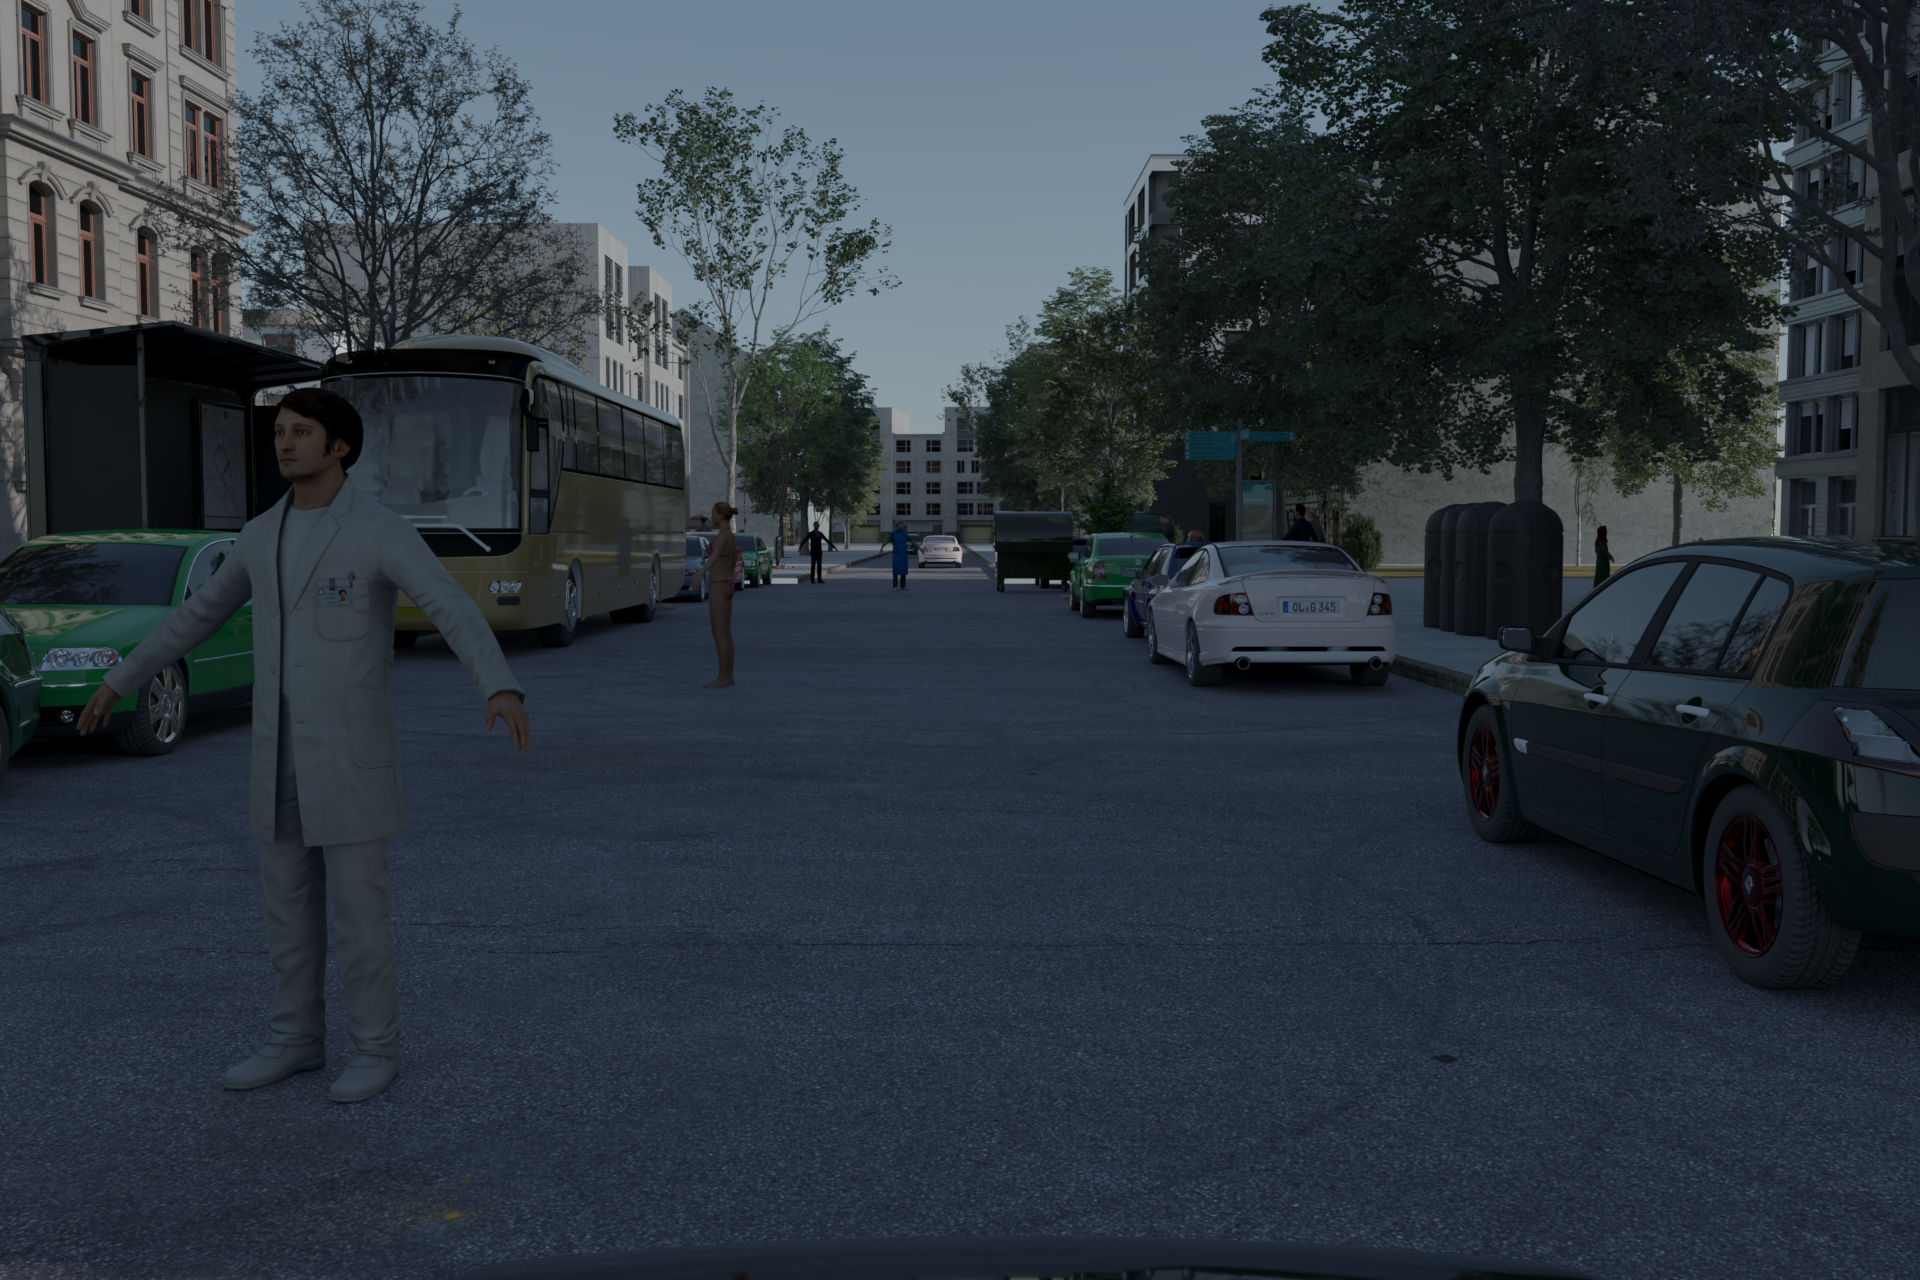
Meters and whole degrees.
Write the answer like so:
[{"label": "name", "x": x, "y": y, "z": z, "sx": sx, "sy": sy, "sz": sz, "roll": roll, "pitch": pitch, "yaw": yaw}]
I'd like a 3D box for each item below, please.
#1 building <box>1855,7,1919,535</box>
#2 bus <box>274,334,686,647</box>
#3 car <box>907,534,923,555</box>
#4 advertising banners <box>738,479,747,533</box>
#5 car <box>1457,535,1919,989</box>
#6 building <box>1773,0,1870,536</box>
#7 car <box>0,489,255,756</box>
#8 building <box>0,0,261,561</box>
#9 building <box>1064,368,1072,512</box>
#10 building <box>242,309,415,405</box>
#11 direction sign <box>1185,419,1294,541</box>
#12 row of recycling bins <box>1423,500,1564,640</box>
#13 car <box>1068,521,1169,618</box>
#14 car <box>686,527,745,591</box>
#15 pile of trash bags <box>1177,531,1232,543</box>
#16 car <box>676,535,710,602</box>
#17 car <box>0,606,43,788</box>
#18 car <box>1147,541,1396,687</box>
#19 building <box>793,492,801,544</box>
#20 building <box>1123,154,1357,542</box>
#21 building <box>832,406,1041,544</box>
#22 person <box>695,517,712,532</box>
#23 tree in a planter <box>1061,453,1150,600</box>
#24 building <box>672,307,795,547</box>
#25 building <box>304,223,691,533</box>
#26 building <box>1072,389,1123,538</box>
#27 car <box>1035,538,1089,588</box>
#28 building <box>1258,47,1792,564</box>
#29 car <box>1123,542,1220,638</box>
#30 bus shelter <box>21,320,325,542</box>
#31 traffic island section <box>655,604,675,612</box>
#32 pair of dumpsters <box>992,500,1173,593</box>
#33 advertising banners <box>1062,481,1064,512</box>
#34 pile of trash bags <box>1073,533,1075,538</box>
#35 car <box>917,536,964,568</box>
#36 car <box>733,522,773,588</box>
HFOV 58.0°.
[{"label": "building", "x": 27.423, "y": -13.067, "z": 16.846, "sx": 19.350, "sy": 26.588, "sz": 34.151, "roll": 0, "pitch": 4, "yaw": 0}, {"label": "bus", "x": -6.150, "y": -2.056, "z": 25.157, "sx": 2.896, "sy": 3.916, "sz": 12.252, "roll": 0, "pitch": 4, "yaw": 0}, {"label": "car", "x": -3.091, "y": -5.899, "z": 106.236, "sx": 2.009, "sy": 1.686, "sz": 4.222, "roll": 0, "pitch": 4, "yaw": -1}, {"label": "advertising banners", "x": -6.878, "y": -3.588, "z": 54.850, "sx": 0.090, "sy": 3.025, "sz": 2.074, "roll": 0, "pitch": 4, "yaw": -1}, {"label": "car", "x": 3.304, "y": 0.179, "z": 6.858, "sx": 2.009, "sy": 1.686, "sz": 4.222, "roll": 0, "pitch": 4, "yaw": -1}, {"label": "building", "x": 27.984, "y": -11.952, "z": 42.096, "sx": 8.464, "sy": 21.280, "sz": 15.925, "roll": 0, "pitch": 4, "yaw": 0}, {"label": "car", "x": -6.011, "y": -0.230, "z": 12.563, "sx": 1.959, "sy": 1.807, "sz": 4.718, "roll": 0, "pitch": 4, "yaw": 0}, {"label": "building", "x": -28.308, "y": -15.579, "z": 42.106, "sx": 14.401, "sy": 28.519, "sz": 23.554, "roll": 0, "pitch": 4, "yaw": 0}, {"label": "building", "x": 24.105, "y": -22.877, "z": 218.016, "sx": 27.936, "sy": 21.610, "sz": 32.646, "roll": 0, "pitch": 4, "yaw": -1}, {"label": "building", "x": -27.663, "y": -8.356, "z": 78.773, "sx": 9.099, "sy": 9.664, "sz": 28.070, "roll": 0, "pitch": 4, "yaw": 0}, {"label": "direction sign", "x": 6.486, "y": -3.115, "z": 39.692, "sx": 2.525, "sy": 3.948, "sz": 1.411, "roll": 0, "pitch": 4, "yaw": 0}, {"label": "row of recycling bins", "x": 6.794, "y": -0.932, "z": 22.351, "sx": 1.069, "sy": 1.692, "sz": 3.534, "roll": 0, "pitch": 4, "yaw": -1}, {"label": "car", "x": 2.943, "y": -1.354, "z": 30.927, "sx": 1.959, "sy": 1.807, "sz": 4.718, "roll": 0, "pitch": 4, "yaw": 0}, {"label": "car", "x": -6.363, "y": -2.042, "z": 42.422, "sx": 2.155, "sy": 1.783, "sz": 4.494, "roll": 0, "pitch": 4, "yaw": 0}, {"label": "pile of trash bags", "x": 6.248, "y": -2.142, "z": 44.782, "sx": 1.912, "sy": 1.369, "sz": 3.447, "roll": 0, "pitch": 4, "yaw": 0}, {"label": "car", "x": -6.259, "y": -1.582, "z": 37.874, "sx": 2.014, "sy": 1.417, "sz": 4.499, "roll": 0, "pitch": 3, "yaw": 0}, {"label": "car", "x": -5.986, "y": 0.257, "z": 7.590, "sx": 2.131, "sy": 1.459, "sz": 4.920, "roll": 0, "pitch": 3, "yaw": 0}, {"label": "car", "x": 3.054, "y": -0.324, "z": 17.652, "sx": 2.083, "sy": 1.381, "sz": 4.827, "roll": 0, "pitch": 4, "yaw": -1}, {"label": "building", "x": -25.336, "y": -21.872, "z": 214.030, "sx": 16.016, "sy": 20.090, "sz": 11.380, "roll": 0, "pitch": 4, "yaw": -1}, {"label": "building", "x": 24.043, "y": -16.268, "z": 109.959, "sx": 27.936, "sy": 21.610, "sz": 32.646, "roll": 0, "pitch": 4, "yaw": -1}, {"label": "building", "x": -1.193, "y": -23.114, "z": 246.823, "sx": 31.486, "sy": 18.905, "sz": 16.747, "roll": 0, "pitch": 4, "yaw": 6}, {"label": "person", "x": -7.604, "y": -2.743, "z": 51.113, "sx": 0.705, "sy": 1.796, "sz": 1.348, "roll": 3, "pitch": 5, "yaw": 40}, {"label": "tree in a planter", "x": 3.226, "y": -2.490, "z": 37.930, "sx": 1.991, "sy": 3.239, "sz": 1.994, "roll": 0, "pitch": 4, "yaw": -1}, {"label": "building", "x": -27.035, "y": -21.198, "z": 177.520, "sx": 19.493, "sy": 23.208, "sz": 18.063, "roll": 0, "pitch": 4, "yaw": -1}, {"label": "building", "x": -28.799, "y": -15.174, "z": 114.556, "sx": 16.747, "sy": 18.905, "sz": 31.486, "roll": 0, "pitch": 4, "yaw": 0}, {"label": "building", "x": 21.773, "y": -21.736, "z": 186.314, "sx": 19.493, "sy": 23.208, "sz": 18.063, "roll": 0, "pitch": 4, "yaw": 0}, {"label": "car", "x": 2.944, "y": -2.103, "z": 46.972, "sx": 1.945, "sy": 1.354, "sz": 3.894, "roll": 0, "pitch": 4, "yaw": 0}, {"label": "building", "x": 25.383, "y": -15.367, "z": 82.181, "sx": 19.493, "sy": 23.208, "sz": 18.063, "roll": 0, "pitch": 4, "yaw": -1}, {"label": "car", "x": 3.172, "y": -0.625, "z": 22.794, "sx": 1.945, "sy": 1.354, "sz": 3.894, "roll": 0, "pitch": 4, "yaw": -2}, {"label": "bus shelter", "x": -9.561, "y": -1.887, "z": 22.143, "sx": 1.731, "sy": 3.624, "sz": 6.357, "roll": 0, "pitch": 4, "yaw": -1}, {"label": "traffic island section", "x": -6.442, "y": -0.598, "z": 32.650, "sx": 1.991, "sy": 0.108, "sz": 1.994, "roll": 0, "pitch": 4, "yaw": -1}, {"label": "pair of dumpsters", "x": 3.019, "y": -2.323, "z": 42.929, "sx": 4.436, "sy": 2.255, "sz": 1.574, "roll": 0, "pitch": 4, "yaw": -1}, {"label": "advertising banners", "x": 3.355, "y": -3.776, "z": 57.920, "sx": 0.090, "sy": 3.025, "sz": 2.074, "roll": 0, "pitch": 4, "yaw": -1}, {"label": "pile of trash bags", "x": 3.429, "y": -2.653, "z": 53.125, "sx": 1.912, "sy": 1.369, "sz": 3.447, "roll": 0, "pitch": 4, "yaw": -2}, {"label": "car", "x": -0.845, "y": -3.761, "z": 73.847, "sx": 2.083, "sy": 1.381, "sz": 4.827, "roll": 0, "pitch": 4, "yaw": -1}, {"label": "car", "x": -6.234, "y": -2.379, "z": 47.698, "sx": 1.959, "sy": 1.807, "sz": 4.718, "roll": 0, "pitch": 3, "yaw": 0}]
